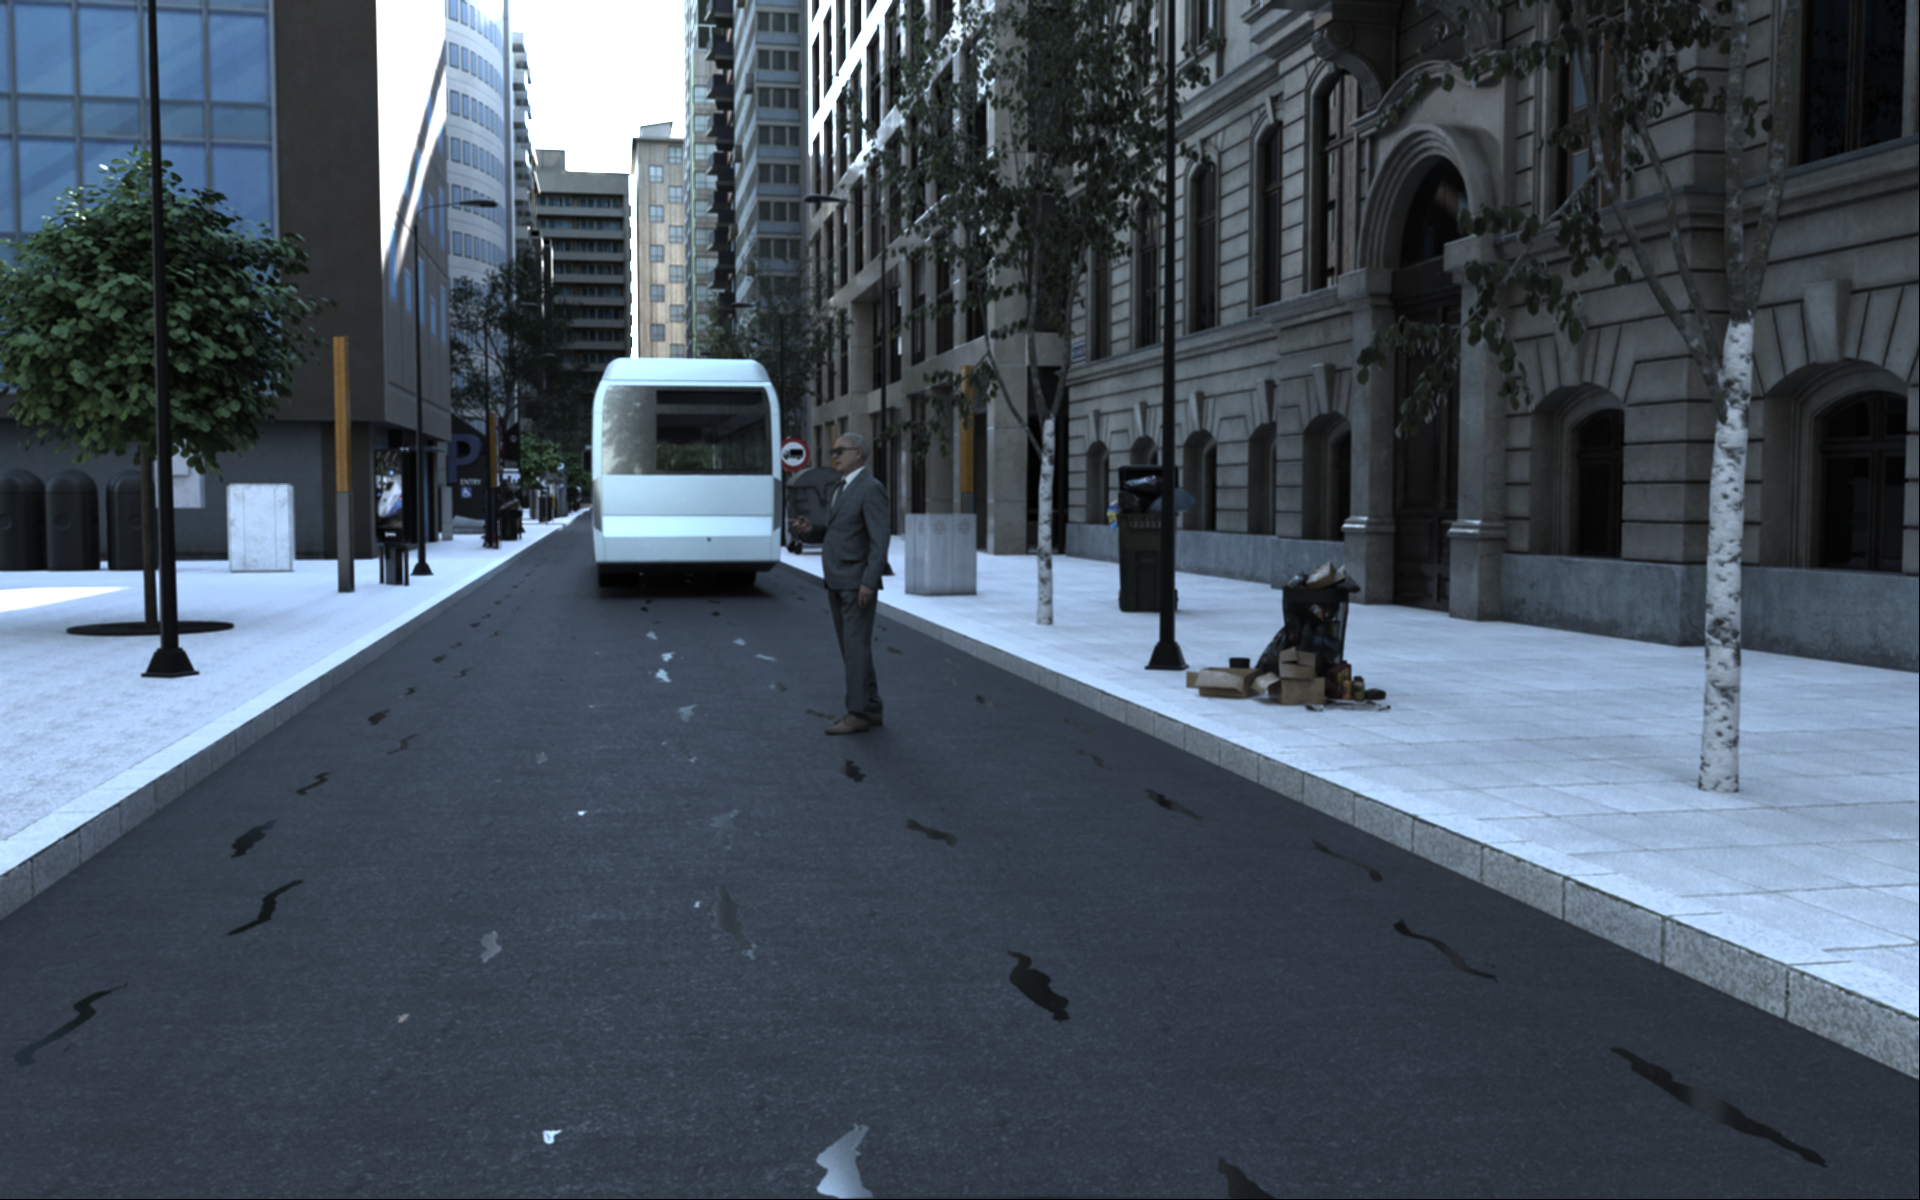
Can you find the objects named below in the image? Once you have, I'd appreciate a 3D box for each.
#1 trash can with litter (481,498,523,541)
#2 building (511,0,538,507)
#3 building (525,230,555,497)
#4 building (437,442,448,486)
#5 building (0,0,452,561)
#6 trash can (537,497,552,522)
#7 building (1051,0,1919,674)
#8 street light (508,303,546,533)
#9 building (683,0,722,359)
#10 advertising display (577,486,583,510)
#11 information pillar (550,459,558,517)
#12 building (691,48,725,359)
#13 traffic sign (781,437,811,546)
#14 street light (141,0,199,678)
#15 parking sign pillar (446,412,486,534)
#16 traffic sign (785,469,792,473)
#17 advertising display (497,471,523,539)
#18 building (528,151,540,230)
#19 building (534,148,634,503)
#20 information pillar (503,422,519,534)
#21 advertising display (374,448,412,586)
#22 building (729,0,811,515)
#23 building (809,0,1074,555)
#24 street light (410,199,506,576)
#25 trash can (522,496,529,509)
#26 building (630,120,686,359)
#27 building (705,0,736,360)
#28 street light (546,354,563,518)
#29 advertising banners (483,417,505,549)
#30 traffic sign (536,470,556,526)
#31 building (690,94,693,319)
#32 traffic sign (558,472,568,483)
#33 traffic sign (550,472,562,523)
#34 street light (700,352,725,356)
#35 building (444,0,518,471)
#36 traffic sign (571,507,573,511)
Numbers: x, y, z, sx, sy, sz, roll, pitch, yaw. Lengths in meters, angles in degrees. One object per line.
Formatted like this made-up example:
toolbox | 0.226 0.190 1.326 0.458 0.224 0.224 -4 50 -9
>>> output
trash can with litter | -12.596 -2.217 47.628 1.055 1.170 0.624 -3 5 -42
building | -51.720 -33.233 162.974 23.786 49.044 30.456 -1 4 -11
building | -51.110 -25.372 186.526 14.160 30.474 14.107 -1 4 -11
building | -34.996 -39.607 85.824 20.563 71.187 20.611 -1 4 -11
building | -19.300 -23.720 37.932 14.600 45.320 14.200 -1 4 -11
trash can | -19.312 -4.223 80.703 0.748 1.137 0.748 0 3 0
building | 10.559 -12.250 19.375 14.460 24.649 34.723 -1 4 -11
street light | -10.945 -4.259 42.170 1.470 5.913 1.316 -1 4 -11
building | -25.737 -47.546 215.622 20.563 71.187 20.611 -1 4 -11
advertising display | -30.826 -8.221 139.630 0.974 1.923 0.123 2 4 28
information pillar | -22.885 -6.499 97.612 0.183 3.616 0.504 3 5 44
building | -18.292 -29.379 163.938 14.154 41.232 14.086 -1 4 -11
traffic sign | -3.701 -2.349 38.512 0.768 2.556 0.104 -1 4 -9
street light | -5.053 -2.424 12.170 1.470 5.913 1.316 -1 4 -11
parking sign pillar | -15.841 -4.116 55.768 1.447 3.967 1.447 0 4 5
traffic sign | -4.646 -2.684 43.883 0.884 2.594 0.081 -1 4 -10
advertising display | -12.811 -2.665 48.787 0.974 1.923 0.123 -3 4 -36
building | -63.686 -33.847 208.023 28.867 44.769 22.147 -1 4 -11
building | -57.363 -38.029 245.467 21.600 48.544 21.300 -1 4 -11
information pillar | -14.493 -3.952 55.974 0.504 3.616 0.183 -1 4 -23
advertising display | -8.021 -1.179 24.496 0.123 1.923 0.974 -3 5 -41
building | -0.865 -25.043 101.342 23.993 40.220 32.217 -1 4 -11
building | 6.788 -15.261 54.028 19.350 26.468 34.151 -1 4 -11
street light | -7.976 -3.350 27.312 1.470 5.913 1.316 -1 4 -11
trash can | -37.733 -8.488 150.429 0.748 1.137 0.748 0 3 0
building | -34.028 -40.647 253.813 27.495 52.752 28.713 -1 4 -11
building | -8.310 -29.392 135.191 22.147 44.769 28.867 -1 4 -11
street light | -14.074 -5.193 57.447 1.470 5.913 1.316 -1 4 -11
advertising banners | -10.904 -2.713 40.541 0.090 3.025 2.074 -2 4 -28
traffic sign | -16.764 -4.071 70.204 0.795 2.450 0.064 -1 4 -11
building | -20.256 -32.300 178.208 14.600 45.320 14.200 -1 4 -11
traffic sign | -23.216 -6.162 100.853 0.768 2.556 0.104 0 4 -2
traffic sign | -18.335 -4.550 78.033 0.795 2.450 0.064 -1 4 -11
street light | -7.795 -5.148 56.706 1.470 5.913 1.316 -1 4 -11
building | -42.242 -35.280 118.826 21.231 58.520 28.212 -1 4 -11
traffic sign | -29.358 -8.003 130.951 0.768 2.556 0.104 -1 4 -10
